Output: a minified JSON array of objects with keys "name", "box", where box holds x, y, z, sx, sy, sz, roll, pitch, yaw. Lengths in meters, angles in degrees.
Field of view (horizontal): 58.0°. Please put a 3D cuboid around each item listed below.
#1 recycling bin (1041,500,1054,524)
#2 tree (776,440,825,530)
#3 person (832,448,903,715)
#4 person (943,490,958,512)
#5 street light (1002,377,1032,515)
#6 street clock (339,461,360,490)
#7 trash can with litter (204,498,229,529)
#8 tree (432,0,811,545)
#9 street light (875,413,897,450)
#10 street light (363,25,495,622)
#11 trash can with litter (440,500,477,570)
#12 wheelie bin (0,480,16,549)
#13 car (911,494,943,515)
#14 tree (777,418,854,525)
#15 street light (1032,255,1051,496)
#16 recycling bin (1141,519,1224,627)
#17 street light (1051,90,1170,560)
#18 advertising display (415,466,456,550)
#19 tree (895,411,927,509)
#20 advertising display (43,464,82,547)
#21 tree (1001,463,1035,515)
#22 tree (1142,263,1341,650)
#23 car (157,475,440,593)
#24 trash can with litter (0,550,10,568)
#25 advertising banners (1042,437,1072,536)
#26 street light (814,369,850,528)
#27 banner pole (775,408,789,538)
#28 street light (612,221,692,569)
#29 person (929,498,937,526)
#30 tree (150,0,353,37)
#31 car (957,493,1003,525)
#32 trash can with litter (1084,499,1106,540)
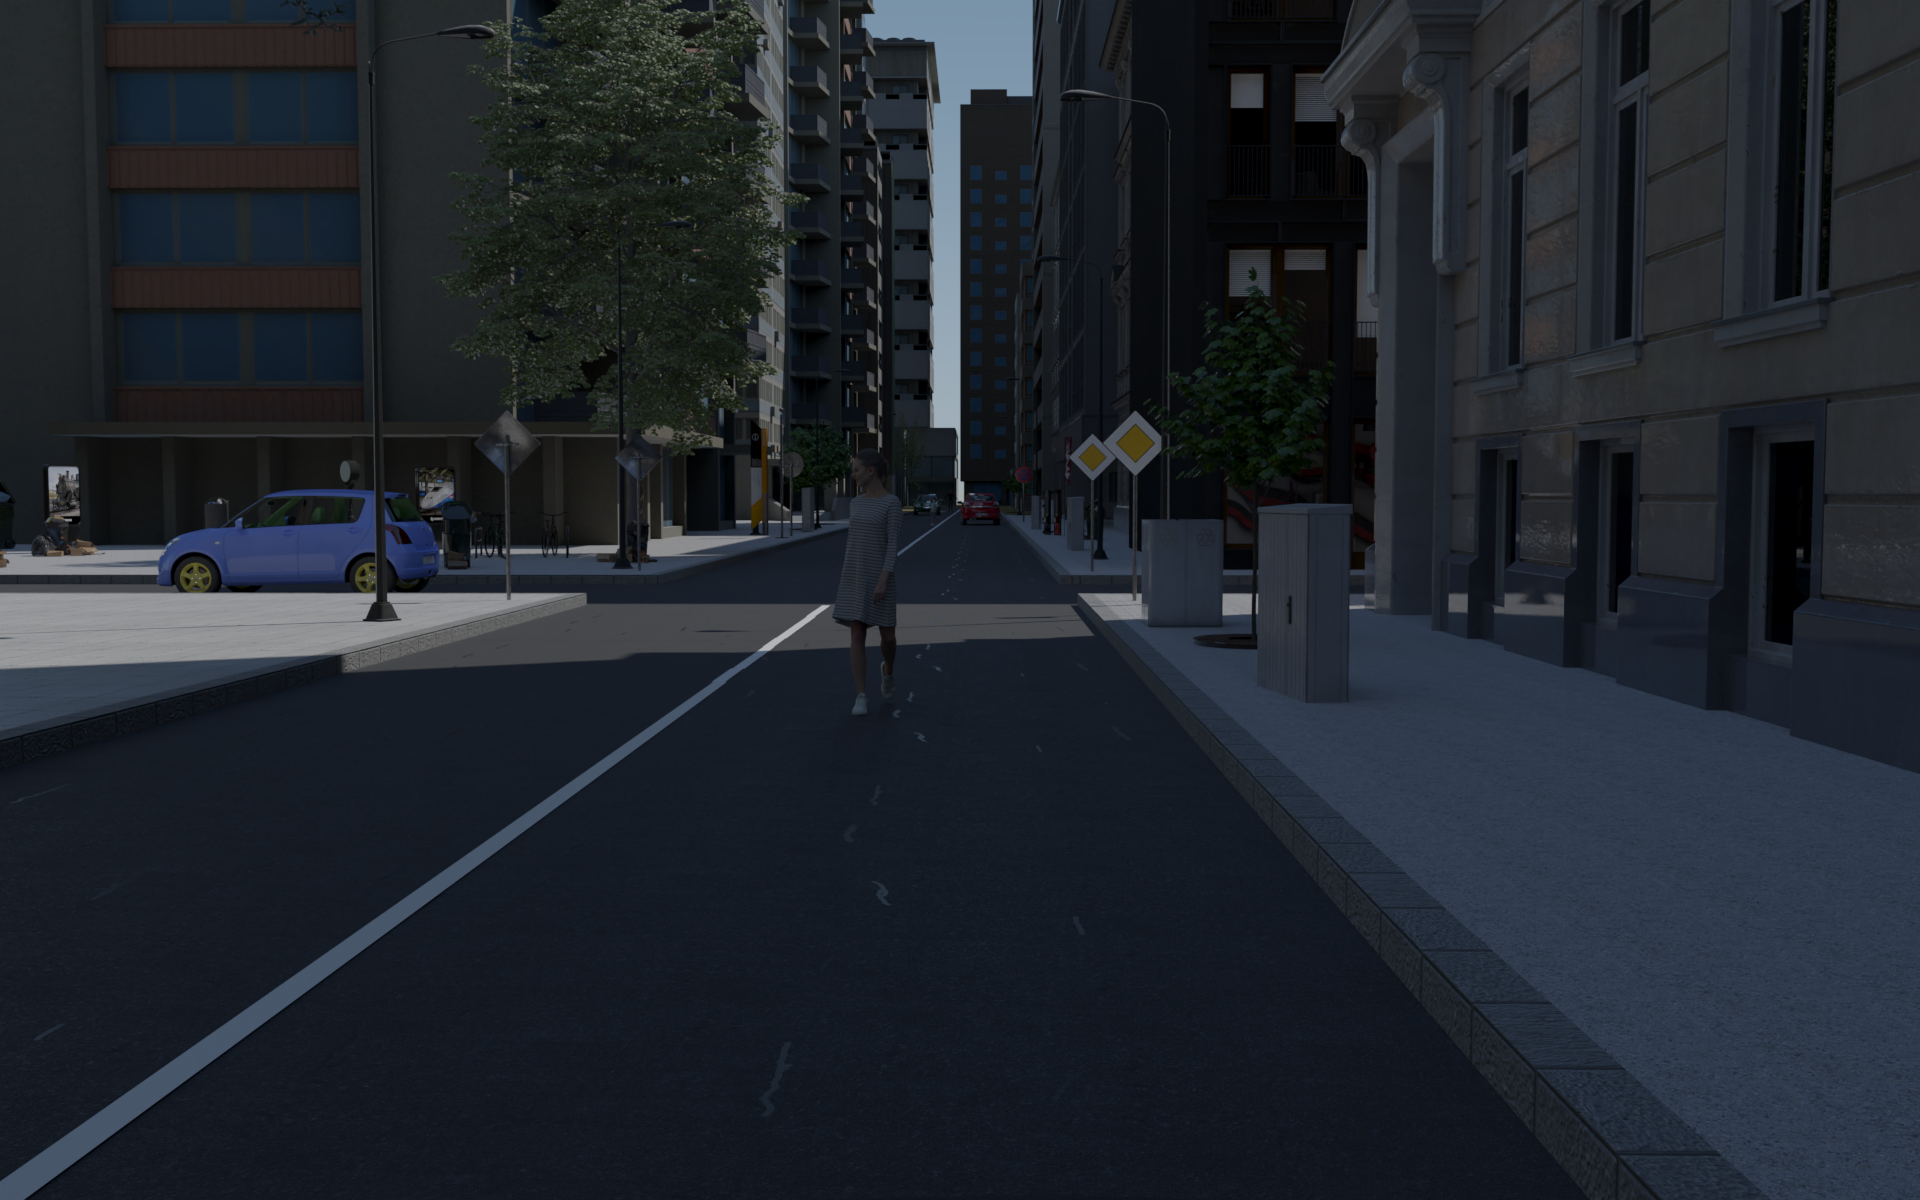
[{"name":"recycling bin","box":[3.764,-3.822,75.051,0.722,1.027,0.722,1,4,11]},{"name":"tree","box":[-5.546,-4.105,61.714,1.663,3.219,1.824,0,3,0]},{"name":"person","box":[-0.596,-0.138,11.511,0.466,1.731,0.760,0,4,4]},{"name":"person","box":[-0.754,-7.930,138.672,1.217,1.766,0.721,0,4,4]},{"name":"street light","box":[2.519,-5.906,69.097,1.470,5.913,1.316,0,4,1]},{"name":"street clock","box":[-13.201,-2.014,37.501,0.471,2.002,0.358,3,5,41]},{"name":"trash can with litter","box":[-14.767,-1.468,35.065,2.233,1.210,1.678,1,4,12]},{"name":"tree","box":[-6.934,-7.207,35.967,7.486,12.596,7.792,0,3,0]},{"name":"street light","box":[-4.314,-7.756,99.357,1.470,5.913,1.316,0,4,1]},{"name":"street light","box":[-5.308,-2.740,17.334,1.470,5.913,1.316,0,4,1]},{"name":"trash can with litter","box":[-8.600,-1.127,29.810,0.624,1.170,1.055,-1,4,-19]},{"name":"wheelie bin","box":[-22.460,-1.981,40.302,0.980,1.594,0.693,1,4,23]},{"name":"car","box":[-2.243,-6.519,118.388,2.131,1.459,4.920,0,4,0]},{"name":"tree","box":[-6.016,-5.464,73.051,4.285,4.588,4.351,0,3,0]},{"name":"street light","box":[2.207,-3.750,33.850,1.470,5.913,1.316,0,4,1]},{"name":"recycling bin","box":[2.174,-0.271,16.989,0.722,1.027,0.722,0,3,0]},{"name":"street light","box":[1.845,-2.908,20.085,1.470,5.913,1.316,0,4,1]},{"name":"advertising display","box":[-12.042,-2.116,39.809,0.123,1.923,0.974,3,5,41]},{"name":"tree","box":[-4.634,-12.345,152.205,4.737,8.622,4.395,0,3,0]},{"name":"advertising display","box":[-19.541,-1.989,37.727,0.123,1.923,0.974,1,4,14]},{"name":"tree","box":[3.860,-7.584,118.594,1.663,3.219,1.824,0,3,0]},{"name":"tree","box":[2.375,-1.229,14.696,1.663,3.219,1.824,0,3,0]},{"name":"car","box":[-9.228,-0.893,24.186,3.694,1.707,1.945,0,4,0]},{"name":"trash can with litter","box":[-16.890,-1.126,29.793,0.624,1.170,1.055,0,4,0]},{"name":"advertising banners","box":[3.024,-3.521,53.758,0.090,3.025,2.074,-1,4,-22]},{"name":"street light","box":[-4.787,-5.628,64.563,1.470,5.913,1.316,0,4,1]},{"name":"banner pole","box":[-5.186,-3.702,50.550,0.401,3.779,0.863,0,4,-1]},{"name":"street light","box":[-5.259,-3.489,29.583,1.470,5.913,1.316,0,4,1]},{"name":"person","box":[-1.220,-4.003,78.628,0.352,1.250,0.332,0,4,-7]},{"name":"tree","box":[-6.872,-6.065,9.533,12.009,13.543,11.850,0,3,0]},{"name":"car","box":[0.944,-4.420,81.315,2.155,1.783,4.494,0,4,-1]},{"name":"trash can with litter","box":[3.546,-2.267,48.459,1.055,1.170,0.624,2,4,30]}]
